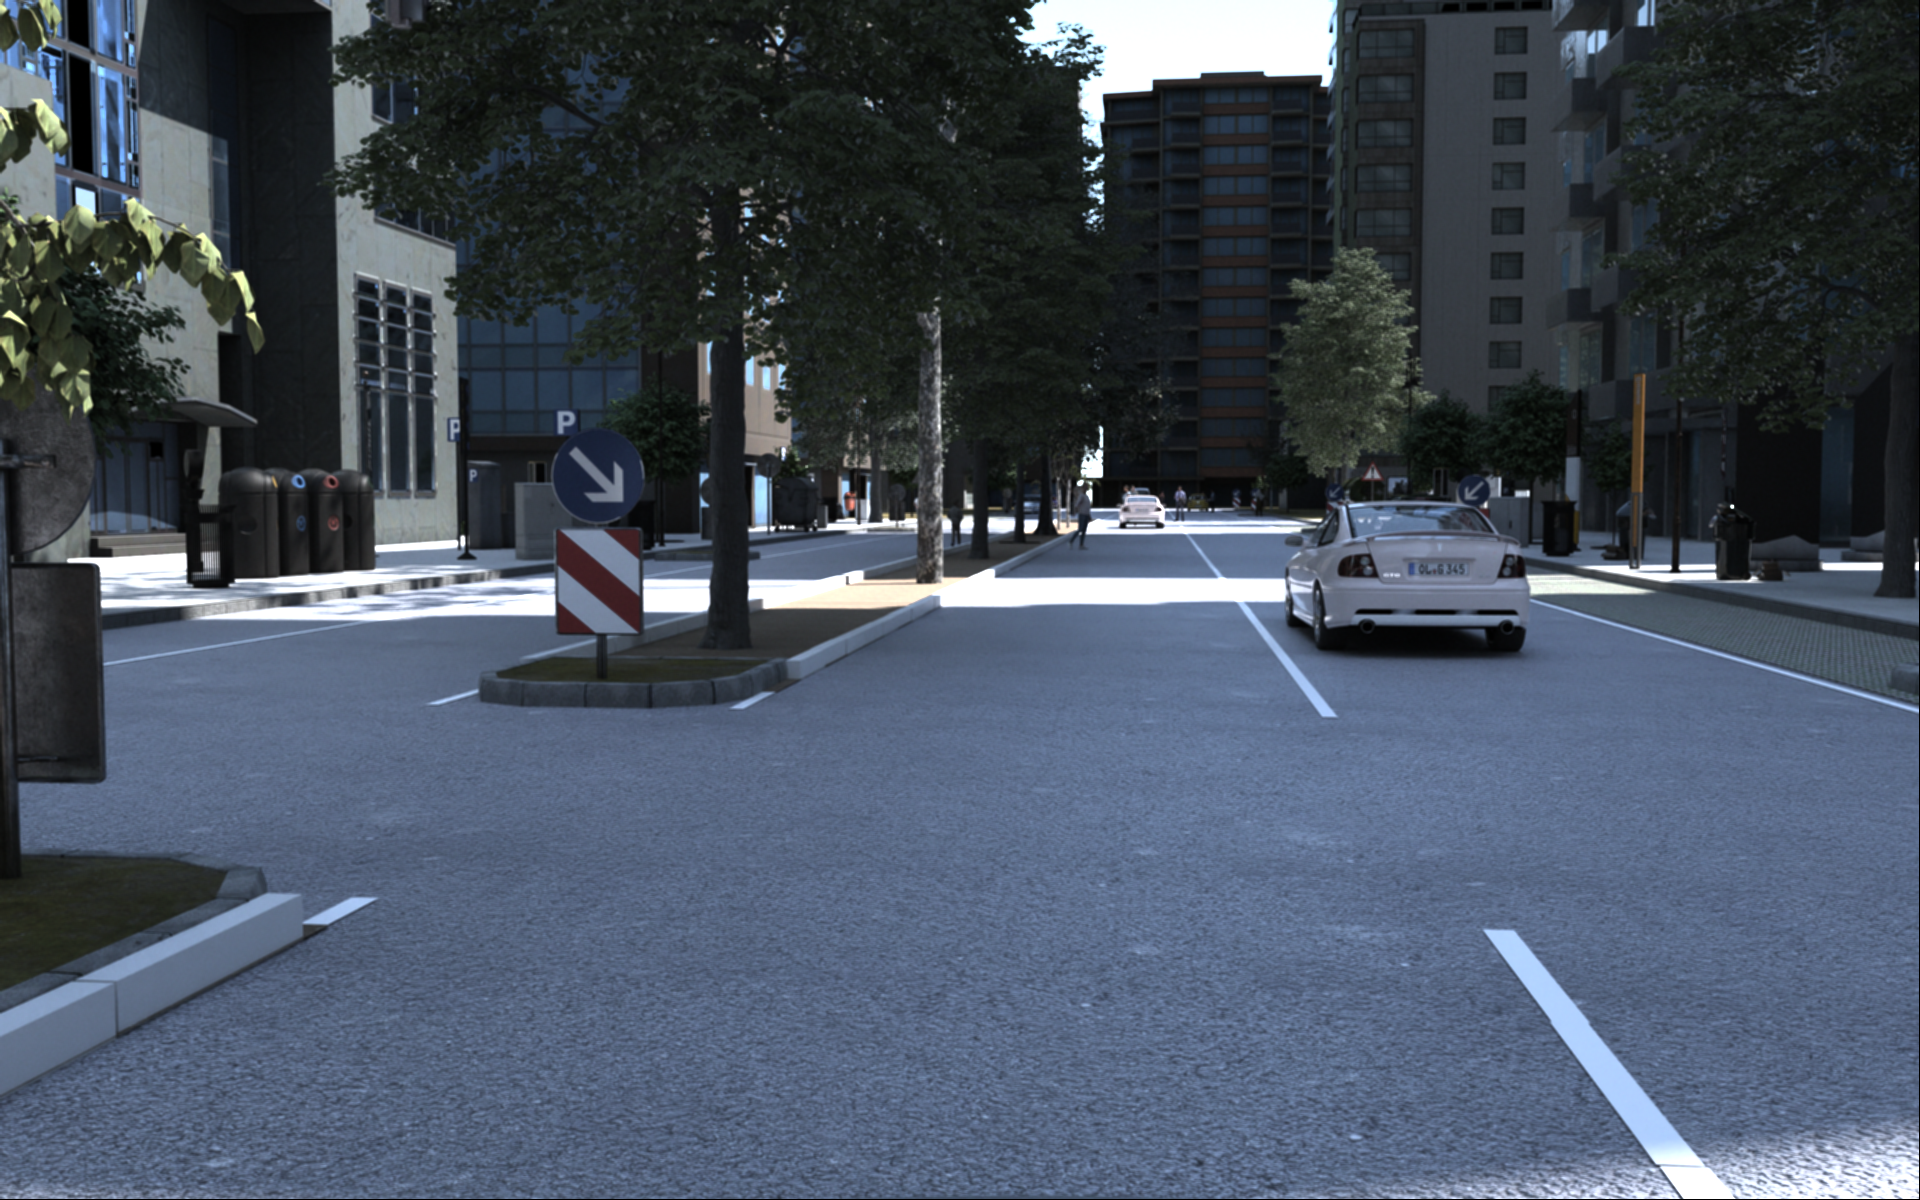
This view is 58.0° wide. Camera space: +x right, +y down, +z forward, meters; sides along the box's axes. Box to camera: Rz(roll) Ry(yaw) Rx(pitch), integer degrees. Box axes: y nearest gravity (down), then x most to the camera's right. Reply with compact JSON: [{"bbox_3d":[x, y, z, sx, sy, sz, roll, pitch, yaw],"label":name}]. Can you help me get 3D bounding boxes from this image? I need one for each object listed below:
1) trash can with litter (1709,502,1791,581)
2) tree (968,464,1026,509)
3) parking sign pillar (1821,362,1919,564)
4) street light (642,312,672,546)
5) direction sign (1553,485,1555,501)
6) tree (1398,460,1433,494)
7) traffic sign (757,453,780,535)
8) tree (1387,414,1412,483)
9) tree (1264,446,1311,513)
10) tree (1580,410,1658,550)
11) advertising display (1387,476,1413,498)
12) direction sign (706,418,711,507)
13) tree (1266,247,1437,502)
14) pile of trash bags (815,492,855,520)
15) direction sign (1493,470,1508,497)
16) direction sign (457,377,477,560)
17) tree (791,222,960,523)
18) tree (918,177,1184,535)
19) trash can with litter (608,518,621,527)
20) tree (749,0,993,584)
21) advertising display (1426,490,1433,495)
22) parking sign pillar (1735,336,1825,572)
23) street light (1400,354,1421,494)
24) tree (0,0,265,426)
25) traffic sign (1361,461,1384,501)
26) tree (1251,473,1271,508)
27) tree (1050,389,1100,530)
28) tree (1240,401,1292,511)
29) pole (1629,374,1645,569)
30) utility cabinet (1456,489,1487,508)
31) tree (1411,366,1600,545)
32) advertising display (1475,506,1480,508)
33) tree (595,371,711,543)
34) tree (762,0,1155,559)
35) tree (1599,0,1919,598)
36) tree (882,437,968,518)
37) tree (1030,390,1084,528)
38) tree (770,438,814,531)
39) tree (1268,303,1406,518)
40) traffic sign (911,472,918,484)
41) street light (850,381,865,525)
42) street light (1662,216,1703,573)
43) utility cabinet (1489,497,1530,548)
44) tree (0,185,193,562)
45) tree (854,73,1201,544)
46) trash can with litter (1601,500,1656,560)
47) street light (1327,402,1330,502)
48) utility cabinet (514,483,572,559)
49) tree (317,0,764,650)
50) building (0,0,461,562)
[{"bbox_3d":[11.785,-0.884,25.846,1.055,1.170,0.624,1,4,10],"label":"trash can with litter"},{"bbox_3d":[2.233,-9.330,136.259,4.285,4.588,4.351,0,3,0],"label":"tree"},{"bbox_3d":[17.637,-2.723,32.986,1.447,3.967,1.447,-1,4,-11],"label":"parking sign pillar"},{"bbox_3d":[-7.315,-4.253,42.326,0.468,5.910,1.993,0,4,6],"label":"street light"},{"bbox_3d":[25.706,-5.072,74.927,0.876,3.537,0.379,3,4,37],"label":"direction sign"},{"bbox_3d":[18.096,-4.518,68.476,1.663,3.219,1.824,0,3,0],"label":"tree"},{"bbox_3d":[-5.993,-3.307,54.178,0.768,2.556,0.104,1,4,10],"label":"traffic sign"},{"bbox_3d":[14.612,-4.215,52.633,4.285,4.588,4.351,0,3,0],"label":"tree"},{"bbox_3d":[22.245,-8.175,117.374,4.285,4.588,4.351,0,3,0],"label":"tree"},{"bbox_3d":[15.233,-2.789,40.208,1.663,3.219,1.824,0,3,0],"label":"tree"},{"bbox_3d":[15.786,-3.485,62.196,0.974,1.923,0.123,3,5,43],"label":"advertising display"},{"bbox_3d":[-7.434,-3.639,51.496,0.379,3.537,0.876,-1,4,-18],"label":"direction sign"},{"bbox_3d":[17.893,-9.871,79.511,7.486,12.596,7.792,0,3,0],"label":"tree"},{"bbox_3d":[-6.535,-4.710,86.764,1.912,1.369,3.447,3,5,41],"label":"pile of trash bags"},{"bbox_3d":[24.894,-5.358,79.604,0.876,3.537,0.379,-1,4,-15],"label":"direction sign"},{"bbox_3d":[-9.690,-2.565,33.930,0.379,3.537,0.876,0,4,-6],"label":"direction sign"},{"bbox_3d":[-3.699,-10.465,77.756,9.857,13.997,8.962,0,3,0],"label":"tree"},{"bbox_3d":[3.018,-8.622,60.429,9.611,12.733,9.660,0,3,0],"label":"tree"},{"bbox_3d":[-7.946,-1.656,38.463,0.624,1.170,1.055,-2,4,-33],"label":"trash can with litter"},{"bbox_3d":[-1.593,-10.376,27.998,12.611,20.169,13.585,0,3,0],"label":"tree"},{"bbox_3d":[22.598,-4.768,83.164,0.123,1.923,0.974,0,4,-6],"label":"advertising display"},{"bbox_3d":[13.732,-2.481,29.043,1.447,3.967,1.447,2,4,26],"label":"parking sign pillar"},{"bbox_3d":[14.848,-5.164,57.218,0.468,5.910,1.993,0,4,6],"label":"street light"},{"bbox_3d":[-3.044,-3.104,3.574,4.737,8.622,4.395,0,3,0],"label":"tree"},{"bbox_3d":[16.281,-4.181,68.370,0.884,2.594,0.081,1,4,15],"label":"traffic sign"},{"bbox_3d":[27.552,-10.102,159.775,1.663,3.219,1.824,0,3,0],"label":"tree"},{"bbox_3d":[3.931,-7.057,68.199,4.737,8.622,4.395,0,3,0],"label":"tree"},{"bbox_3d":[23.585,-11.130,132.329,4.360,8.622,3.978,0,3,0],"label":"tree"},{"bbox_3d":[11.528,-2.180,29.478,0.158,3.312,0.155,0,3,0],"label":"pole"},{"bbox_3d":[20.661,-3.746,69.932,1.173,1.500,0.318,3,4,37],"label":"utility cabinet"},{"bbox_3d":[14.750,-3.713,44.416,4.285,4.588,4.351,0,3,0],"label":"tree"},{"bbox_3d":[18.619,-3.501,62.452,0.123,1.923,0.974,1,4,8],"label":"advertising display"},{"bbox_3d":[-8.026,-3.826,46.271,4.285,4.588,4.351,0,3,0],"label":"tree"},{"bbox_3d":[0.375,-7.194,38.203,7.486,12.596,7.792,0,3,0],"label":"tree"},{"bbox_3d":[12.050,-6.292,21.006,7.486,12.596,7.792,0,3,0],"label":"tree"},{"bbox_3d":[-2.707,-6.807,95.013,4.285,4.588,4.351,0,3,0],"label":"tree"},{"bbox_3d":[4.550,-7.338,72.798,4.360,8.622,3.978,0,3,0],"label":"tree"},{"bbox_3d":[-5.828,-4.023,60.379,1.663,3.219,1.824,0,3,0],"label":"tree"},{"bbox_3d":[20.133,-10.214,92.762,9.928,11.665,9.643,0,3,0],"label":"tree"},{"bbox_3d":[-2.043,-5.375,87.877,0.884,2.594,0.081,0,4,8],"label":"traffic sign"},{"bbox_3d":[-4.152,-6.008,71.025,0.468,5.910,1.993,0,4,6],"label":"street light"},{"bbox_3d":[11.644,-3.378,28.017,0.468,5.910,1.993,0,4,6],"label":"street light"},{"bbox_3d":[13.208,-1.868,41.706,0.306,1.237,1.020,-2,4,-29],"label":"utility cabinet"},{"bbox_3d":[-10.228,-2.132,18.579,4.285,4.588,4.351,0,3,0],"label":"tree"},{"bbox_3d":[1.742,-8.365,49.588,12.009,13.543,11.850,0,3,0],"label":"tree"},{"bbox_3d":[13.028,-1.371,33.797,1.055,1.170,0.624,-3,4,-37],"label":"trash can with litter"},{"bbox_3d":[18.202,-6.900,85.605,0.468,5.910,1.993,0,4,6],"label":"street light"},{"bbox_3d":[-8.179,-1.553,34.067,0.318,1.500,1.173,3,4,37],"label":"utility cabinet"},{"bbox_3d":[-2.201,-5.840,16.073,7.486,12.596,7.792,0,3,0],"label":"tree"},{"bbox_3d":[-24.678,-43.937,31.035,22.319,86.520,31.000,0,4,6],"label":"building"}]
